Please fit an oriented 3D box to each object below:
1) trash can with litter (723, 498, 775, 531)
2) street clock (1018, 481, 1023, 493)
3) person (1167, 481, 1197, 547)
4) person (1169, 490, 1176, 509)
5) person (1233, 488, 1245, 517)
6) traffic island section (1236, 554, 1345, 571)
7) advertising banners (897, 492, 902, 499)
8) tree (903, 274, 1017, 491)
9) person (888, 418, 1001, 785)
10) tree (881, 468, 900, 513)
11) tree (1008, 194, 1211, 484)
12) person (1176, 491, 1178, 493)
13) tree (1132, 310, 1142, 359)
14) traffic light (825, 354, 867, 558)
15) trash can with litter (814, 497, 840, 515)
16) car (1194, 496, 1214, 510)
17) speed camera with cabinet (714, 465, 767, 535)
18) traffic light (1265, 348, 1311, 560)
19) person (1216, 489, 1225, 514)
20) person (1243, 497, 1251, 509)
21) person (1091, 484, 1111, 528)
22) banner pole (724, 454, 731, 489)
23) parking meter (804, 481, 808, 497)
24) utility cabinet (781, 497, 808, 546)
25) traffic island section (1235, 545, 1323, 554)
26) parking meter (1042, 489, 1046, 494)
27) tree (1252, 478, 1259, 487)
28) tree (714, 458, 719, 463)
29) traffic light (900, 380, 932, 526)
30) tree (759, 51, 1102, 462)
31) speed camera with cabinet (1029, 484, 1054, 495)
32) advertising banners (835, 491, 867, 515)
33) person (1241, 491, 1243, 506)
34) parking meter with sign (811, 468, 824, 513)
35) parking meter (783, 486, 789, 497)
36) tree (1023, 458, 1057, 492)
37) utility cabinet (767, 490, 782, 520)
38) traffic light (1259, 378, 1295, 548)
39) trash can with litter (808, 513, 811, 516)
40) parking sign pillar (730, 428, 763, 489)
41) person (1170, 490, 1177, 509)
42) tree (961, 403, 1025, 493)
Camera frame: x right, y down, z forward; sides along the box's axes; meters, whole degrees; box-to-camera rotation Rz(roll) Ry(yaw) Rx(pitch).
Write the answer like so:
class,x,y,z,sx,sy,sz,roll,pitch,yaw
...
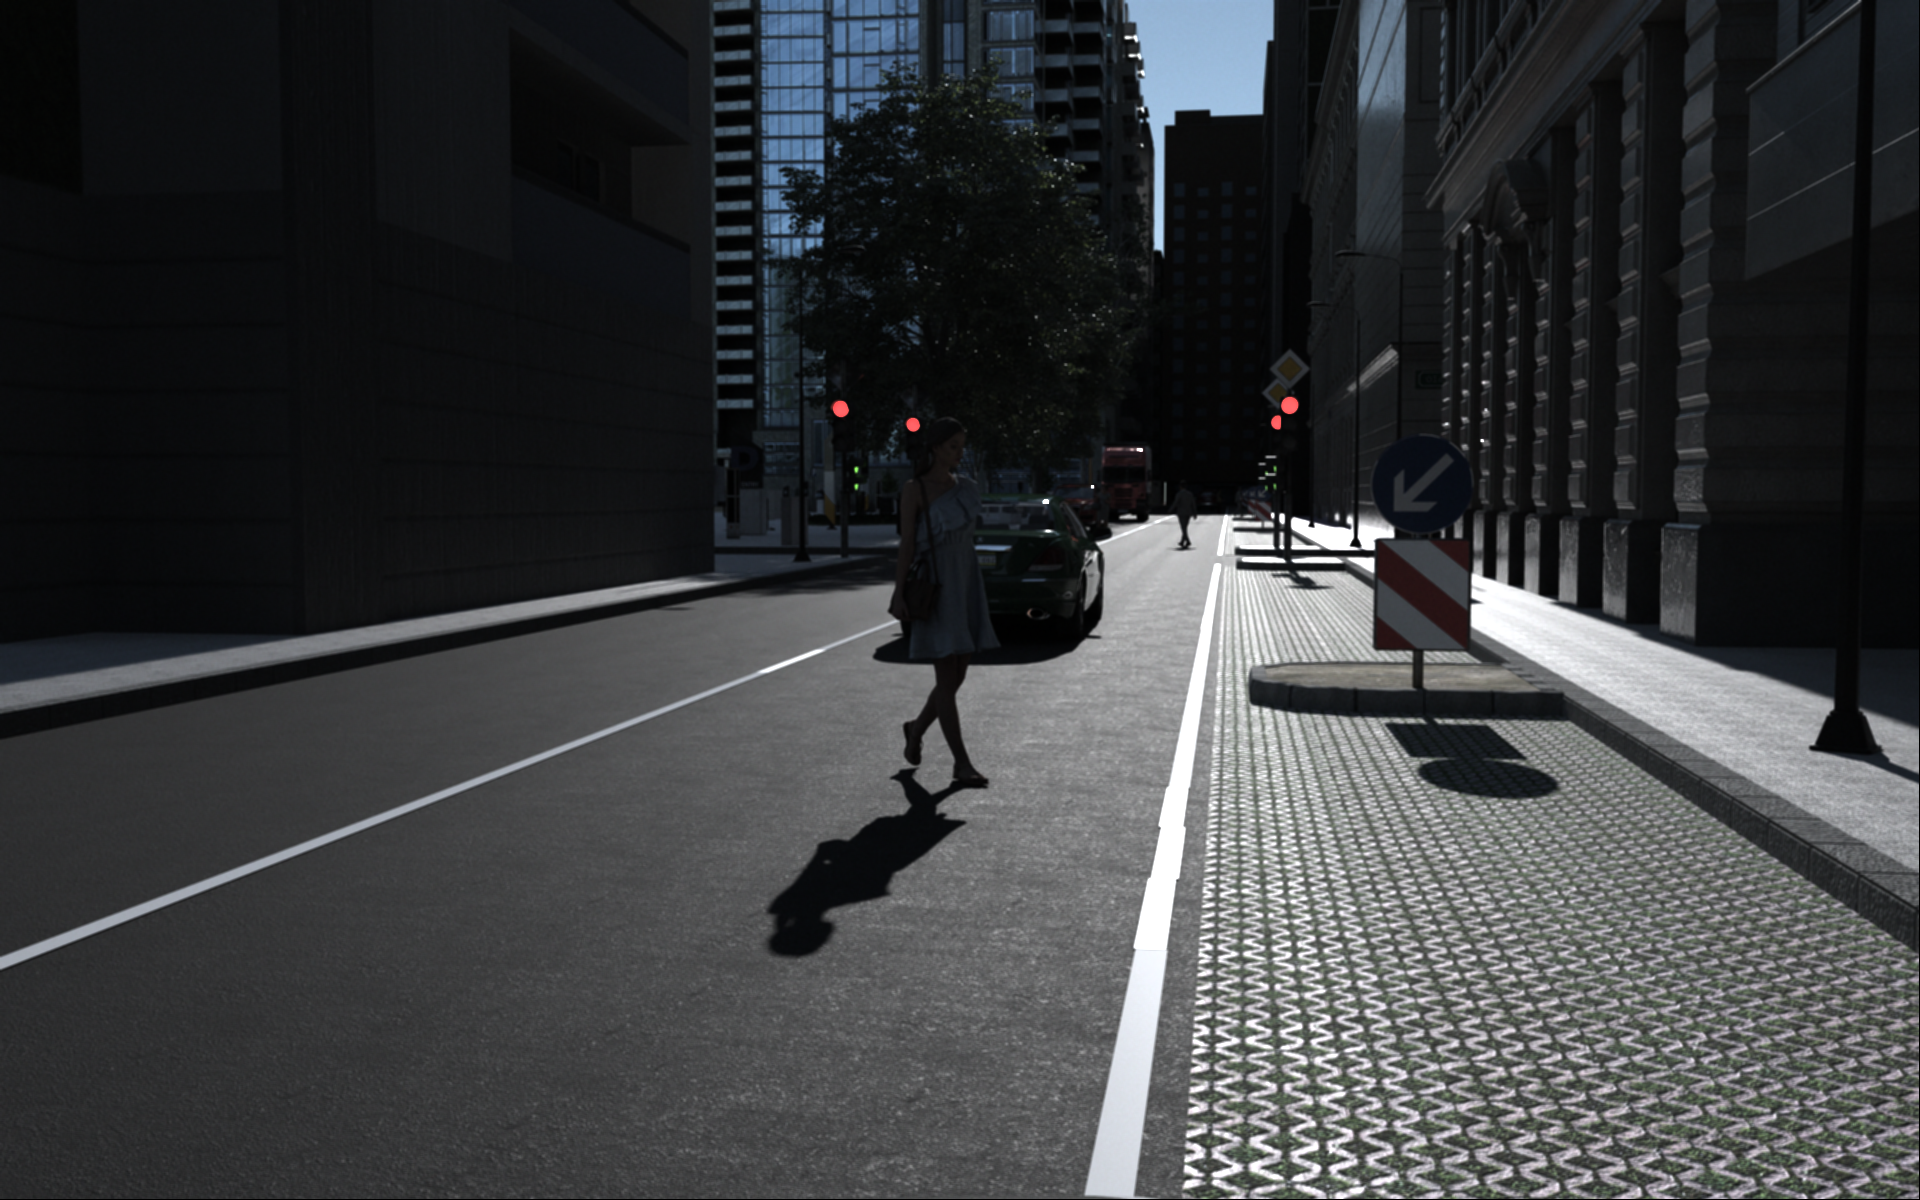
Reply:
class,x,y,z,sx,sy,sz,roll,pitch,yaw
trash can with litter,-7.410,-3.059,61.072,2.233,1.210,1.678,-2,4,-32
street clock,3.450,-5.785,99.151,0.358,2.002,0.471,1,4,9
person,6.097,-2.349,47.176,0.678,1.792,0.850,-2,4,-25
person,20.737,-9.762,168.113,0.705,1.822,1.348,2,4,35
person,17.500,-6.108,108.474,0.850,1.850,0.679,-1,4,-10
traffic island section,6.382,-0.695,33.641,2.009,0.180,2.903,1,4,9
advertising banners,-3.198,-7.310,115.709,2.074,3.025,0.090,-1,4,-13
tree,0.379,-6.538,57.257,4.737,8.622,4.395,0,3,0
person,-0.124,-0.008,8.720,0.616,1.811,0.778,-2,4,-35
tree,-4.980,-7.531,117.727,1.663,3.219,1.824,0,3,0
tree,8.986,-15.484,109.052,12.611,20.169,13.585,0,3,0
person,21.246,-9.875,170.671,0.721,1.736,1.217,1,4,8
tree,3.482,-10.590,79.802,9.857,13.997,8.962,0,3,0
traffic light,-2.315,-2.810,34.862,0.839,4.253,0.868,1,4,9
trash can with litter,-7.658,-5.369,98.840,2.233,1.210,1.678,1,4,17
car,22.110,-9.078,157.213,1.959,1.807,4.718,1,4,10
speed camera with cabinet,-7.099,-3.663,54.233,2.038,3.252,0.660,1,4,12
traffic light,6.344,-2.729,33.533,0.839,4.253,0.868,1,4,9
person,18.437,-6.993,122.931,0.705,1.812,1.348,-1,4,-13
person,24.374,-8.549,148.285,1.348,1.824,0.705,-3,4,-39
person,4.857,-3.123,59.912,0.716,1.782,0.532,1,4,20
banner pole,-14.521,-7.255,108.639,0.863,3.779,0.401,3,5,43
parking meter,-6.964,-4.367,77.115,0.255,1.863,0.399,3,5,42
utility cabinet,-4.149,-1.971,43.393,0.306,1.237,1.020,1,4,20
traffic island section,7.612,-1.177,41.531,2.009,0.180,2.903,1,4,9
parking meter,3.848,-4.432,80.873,0.372,1.533,0.369,0,3,0
tree,33.271,-12.081,192.126,1.663,3.219,1.824,0,3,0
tree,-14.495,-6.615,91.869,4.285,4.588,4.351,0,3,0
traffic light,-1.085,-3.292,42.752,0.839,4.253,0.868,1,4,9
tree,-0.531,-8.740,49.554,9.857,13.997,8.962,0,3,0
speed camera with cabinet,4.880,-6.517,100.892,0.660,3.252,2.038,3,5,44
advertising banners,-5.110,-4.967,77.403,2.074,3.025,0.090,1,4,23
person,26.945,-9.531,165.051,1.217,1.743,0.721,3,4,38
parking meter with sign,-9.152,-7.354,116.496,1.738,3.016,0.543,2,4,28
parking meter,-11.989,-6.956,119.434,0.399,1.863,0.255,1,4,15
tree,4.244,-5.770,88.939,1.663,3.219,1.824,0,3,0
utility cabinet,-9.518,-4.871,88.324,0.318,1.500,1.173,2,4,28
traffic light,7.574,-3.211,41.423,0.839,4.253,0.868,1,4,9
trash can with litter,-8.815,-5.146,95.528,0.624,1.170,1.055,-2,4,-26
parking sign pillar,-8.643,-4.998,70.194,1.447,3.967,1.447,0,4,2
person,20.423,-9.512,164.037,1.348,1.821,0.705,2,4,33
tree,1.793,-8.944,96.593,4.360,8.622,3.978,0,3,0
